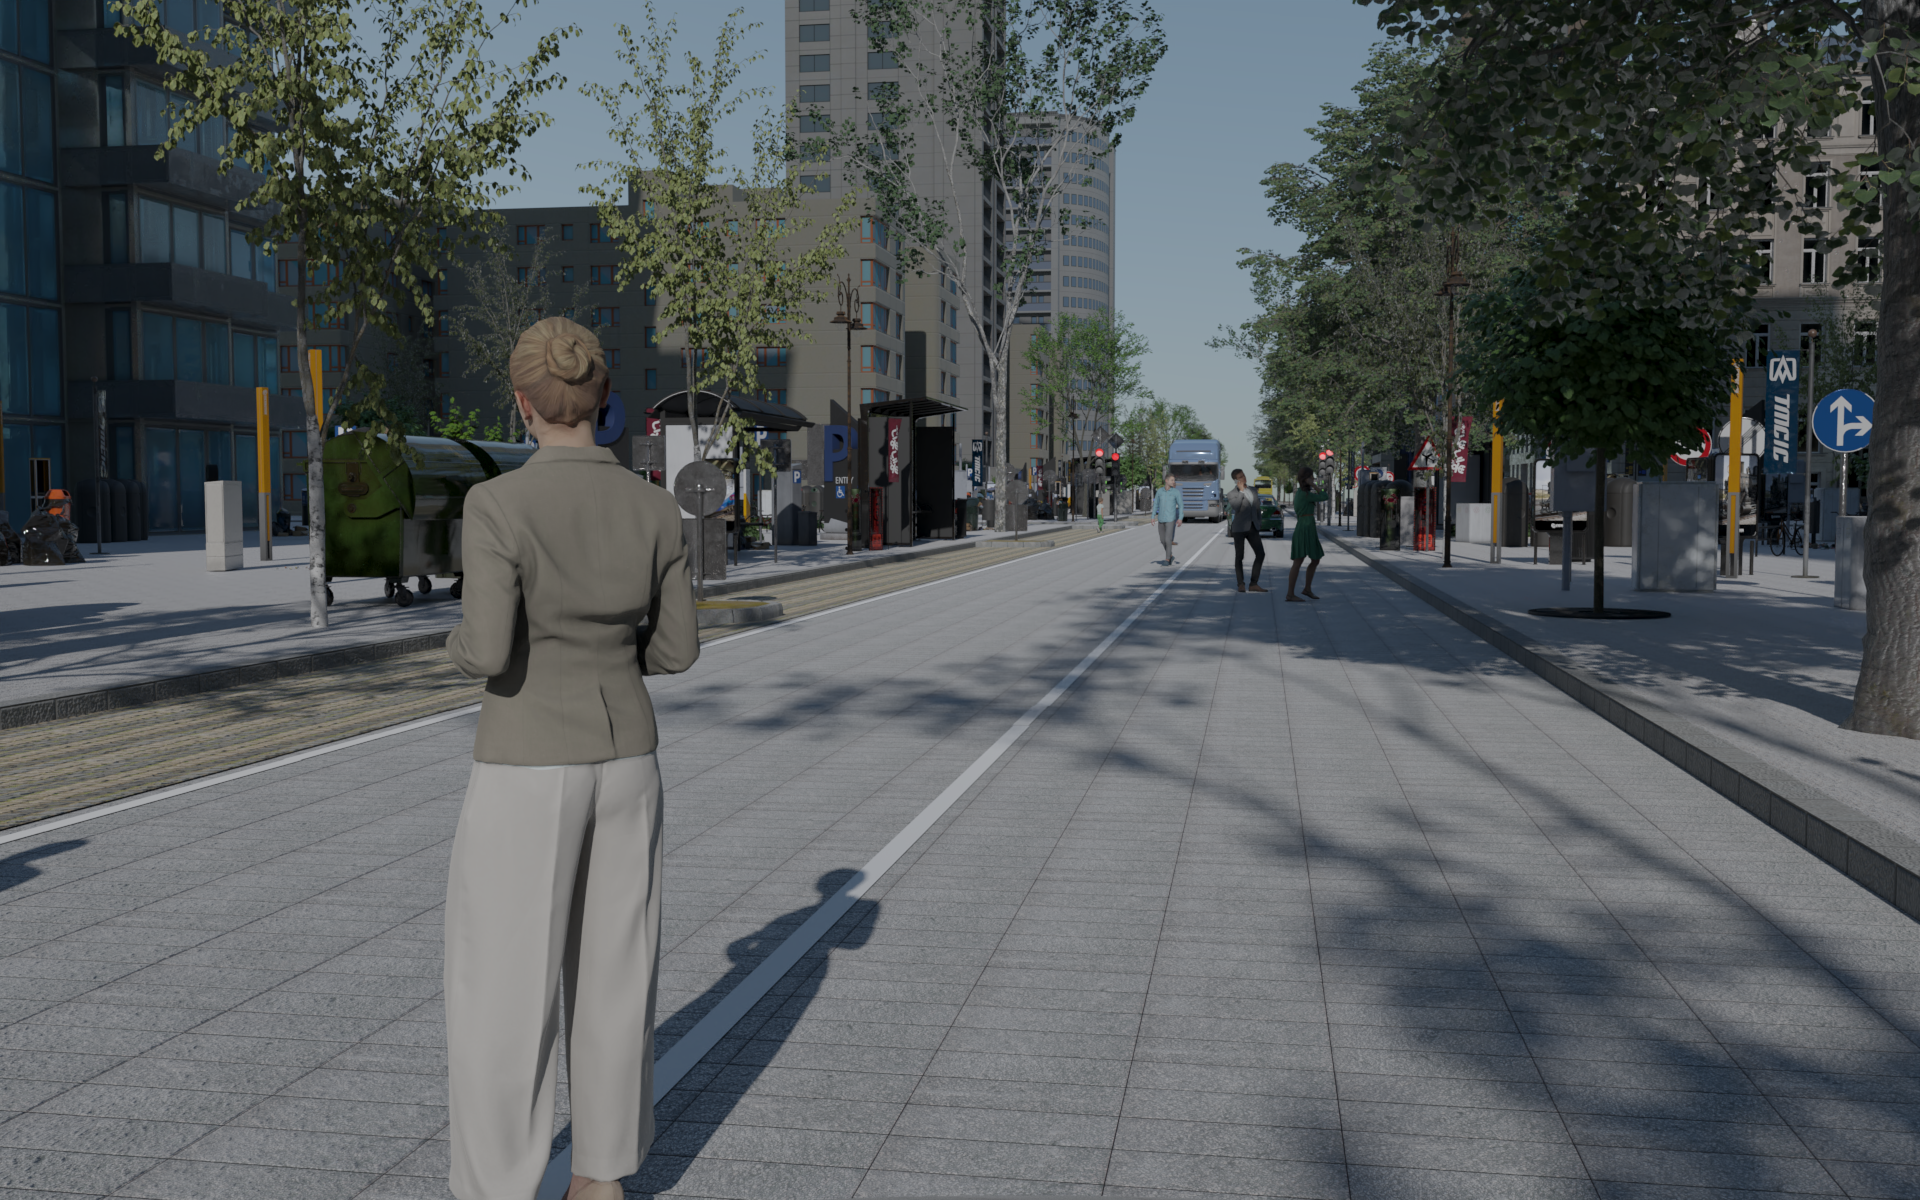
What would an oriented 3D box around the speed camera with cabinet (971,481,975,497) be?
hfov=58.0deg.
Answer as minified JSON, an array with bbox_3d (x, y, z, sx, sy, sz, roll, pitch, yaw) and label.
[{"bbox_3d":[0.453,-7.327,114.129,0.660,3.252,2.038,1,4,14],"label":"speed camera with cabinet"}]

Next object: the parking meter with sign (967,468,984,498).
[{"bbox_3d":[1.280,-7.428,117.708,0.543,3.016,1.738,3,5,44],"label":"parking meter with sign"}]

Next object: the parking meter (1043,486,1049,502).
[{"bbox_3d":[5.485,-6.409,110.490,0.255,1.863,0.399,-1,4,-14],"label":"parking meter"}]

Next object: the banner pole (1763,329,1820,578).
[{"bbox_3d":[12.727,-2.231,26.488,0.863,3.779,0.401,1,4,18],"label":"banner pole"}]

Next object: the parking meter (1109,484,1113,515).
[{"bbox_3d":[9.087,-6.022,104.173,0.255,1.863,0.399,1,4,9],"label":"parking meter"}]

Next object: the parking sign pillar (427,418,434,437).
[{"bbox_3d":[-18.819,-4.497,61.994,1.447,3.967,1.447,-1,4,-23],"label":"parking sign pillar"}]

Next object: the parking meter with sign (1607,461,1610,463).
[{"bbox_3d":[23.904,-4.244,65.654,1.738,3.016,0.543,-3,5,-39],"label":"parking meter with sign"}]

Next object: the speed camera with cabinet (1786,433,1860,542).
[{"bbox_3d":[23.143,-3.206,46.762,2.038,3.252,0.660,0,4,1],"label":"speed camera with cabinet"}]

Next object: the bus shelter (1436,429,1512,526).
[{"bbox_3d":[16.708,-3.846,56.800,2.014,3.302,5.546,1,4,10],"label":"bus shelter"}]

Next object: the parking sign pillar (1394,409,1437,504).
[{"bbox_3d":[14.149,-4.071,55.040,1.447,3.967,1.447,2,4,27],"label":"parking sign pillar"}]

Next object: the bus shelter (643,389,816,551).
[{"bbox_3d":[-4.683,-2.584,36.173,2.014,3.302,5.546,1,4,10],"label":"bus shelter"}]

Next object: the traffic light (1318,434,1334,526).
[{"bbox_3d":[14.860,-4.943,69.739,0.839,4.253,0.868,1,4,10],"label":"traffic light"}]

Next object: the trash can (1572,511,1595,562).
[{"bbox_3d":[11.684,-1.286,32.686,0.748,1.137,0.748,0,3,0],"label":"trash can"}]

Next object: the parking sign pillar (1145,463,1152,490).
[{"bbox_3d":[15.898,-9.783,148.426,1.447,3.967,1.447,-3,5,-44],"label":"parking sign pillar"}]

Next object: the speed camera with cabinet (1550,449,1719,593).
[{"bbox_3d":[8.915,-1.749,22.931,2.038,3.252,0.660,1,4,14],"label":"speed camera with cabinet"}]

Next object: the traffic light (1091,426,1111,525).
[{"bbox_3d":[5.780,-5.037,71.283,0.839,4.253,0.868,1,4,10],"label":"traffic light"}]

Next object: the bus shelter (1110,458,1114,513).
[{"bbox_3d":[9.627,-7.670,116.694,1.731,3.624,6.357,1,4,10],"label":"bus shelter"}]

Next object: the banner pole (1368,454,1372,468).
[{"bbox_3d":[25.794,-7.303,109.416,0.863,3.779,0.401,-2,4,-33],"label":"banner pole"}]

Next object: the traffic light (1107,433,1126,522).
[{"bbox_3d":[7.137,-5.519,79.153,0.839,4.253,0.868,1,4,10],"label":"traffic light"}]

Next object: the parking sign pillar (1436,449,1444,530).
[{"bbox_3d":[17.761,-4.522,62.404,1.447,3.967,1.447,1,4,12],"label":"parking sign pillar"}]

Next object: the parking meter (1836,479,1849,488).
[{"bbox_3d":[33.095,-3.626,64.988,0.255,1.863,0.399,-1,4,-15],"label":"parking meter"}]

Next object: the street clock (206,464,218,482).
[{"bbox_3d":[-18.205,-2.302,42.201,0.358,2.002,0.471,-2,4,-31],"label":"street clock"}]

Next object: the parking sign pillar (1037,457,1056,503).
[{"bbox_3d":[6.200,-8.316,124.445,1.447,3.967,1.447,-1,4,-11],"label":"parking sign pillar"}]

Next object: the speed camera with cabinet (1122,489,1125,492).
[{"bbox_3d":[11.341,-8.178,128.041,2.038,3.252,0.660,-2,4,-33],"label":"speed camera with cabinet"}]

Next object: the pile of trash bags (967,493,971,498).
[{"bbox_3d":[1.527,-5.929,106.697,3.447,1.369,1.912,-3,4,-36],"label":"pile of trash bags"}]

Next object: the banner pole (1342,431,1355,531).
[{"bbox_3d":[13.629,-4.302,60.356,0.401,3.779,0.863,2,4,31],"label":"banner pole"}]

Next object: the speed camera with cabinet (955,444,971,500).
[{"bbox_3d":[-0.502,-4.525,68.326,0.660,3.252,2.038,-2,4,-32],"label":"speed camera with cabinet"}]

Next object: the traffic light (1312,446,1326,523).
[{"bbox_3d":[16.218,-5.424,77.608,0.839,4.253,0.868,1,4,10],"label":"traffic light"}]

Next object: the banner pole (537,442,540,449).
[{"bbox_3d":[-17.682,-4.988,71.568,0.863,3.779,0.401,1,4,13],"label":"banner pole"}]

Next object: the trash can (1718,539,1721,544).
[{"bbox_3d":[19.564,-1.985,44.110,0.748,1.137,0.748,0,3,0],"label":"trash can"}]

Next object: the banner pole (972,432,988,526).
[{"bbox_3d":[0.852,-4.869,69.630,0.863,3.779,0.401,-1,4,-19],"label":"banner pole"}]

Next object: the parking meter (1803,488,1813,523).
[{"bbox_3d":[37.236,-4.137,76.056,0.372,1.533,0.369,0,3,0],"label":"parking meter"}]

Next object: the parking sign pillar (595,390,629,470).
[{"bbox_3d":[-6.734,-2.674,32.188,1.447,3.967,1.447,2,4,30],"label":"parking sign pillar"}]

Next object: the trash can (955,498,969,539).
[{"bbox_3d":[-0.113,-2.327,49.692,0.748,1.137,0.748,0,3,0],"label":"trash can"}]

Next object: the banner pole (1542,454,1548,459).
[{"bbox_3d":[13.175,-2.959,38.404,0.863,3.779,0.401,-2,4,-29],"label":"banner pole"}]

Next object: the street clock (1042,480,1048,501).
[{"bbox_3d":[4.431,-5.244,90.307,0.358,2.002,0.471,1,4,14],"label":"street clock"}]

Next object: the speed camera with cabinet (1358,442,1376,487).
[{"bbox_3d":[15.366,-4.307,64.749,0.660,3.252,2.038,0,4,2],"label":"speed camera with cabinet"}]

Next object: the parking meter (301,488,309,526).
[{"bbox_3d":[-26.522,-3.784,70.282,0.372,1.533,0.369,0,3,0],"label":"parking meter"}]

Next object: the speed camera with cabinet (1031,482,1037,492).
[{"bbox_3d":[5.584,-9.103,143.161,0.660,3.252,2.038,-3,4,-38],"label":"speed camera with cabinet"}]

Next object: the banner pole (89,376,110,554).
[{"bbox_3d":[-18.192,-2.854,36.674,0.863,3.779,0.401,3,5,45],"label":"banner pole"}]

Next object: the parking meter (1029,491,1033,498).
[{"bbox_3d":[5.154,-7.244,126.856,0.372,1.533,0.369,0,3,0],"label":"parking meter"}]

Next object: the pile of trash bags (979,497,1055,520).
[{"bbox_3d":[2.972,-4.632,85.478,3.447,1.369,1.912,-3,5,-42],"label":"pile of trash bags"}]

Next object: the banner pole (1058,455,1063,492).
[{"bbox_3d":[6.488,-7.438,111.632,0.401,3.779,0.863,2,4,28],"label":"banner pole"}]

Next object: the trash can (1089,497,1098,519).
[{"bbox_3d":[6.934,-4.791,89.994,0.748,1.137,0.748,0,3,0],"label":"trash can"}]

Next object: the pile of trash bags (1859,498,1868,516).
[{"bbox_3d":[40.822,-4.229,78.904,3.447,1.369,1.912,-2,4,-34],"label":"pile of trash bags"}]

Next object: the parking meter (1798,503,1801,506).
[{"bbox_3d":[41.347,-4.886,85.598,0.399,1.863,0.255,1,4,15],"label":"parking meter"}]

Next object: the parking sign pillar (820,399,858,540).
[{"bbox_3d":[-3.238,-3.691,48.812,1.447,3.967,1.447,3,5,40],"label":"parking sign pillar"}]

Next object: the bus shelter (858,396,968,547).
[{"bbox_3d":[-1.142,-3.274,44.805,1.731,3.624,6.357,1,4,10],"label":"bus shelter"}]

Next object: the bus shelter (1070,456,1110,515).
[{"bbox_3d":[8.072,-7.166,108.453,1.731,3.624,6.357,1,4,10],"label":"bus shelter"}]

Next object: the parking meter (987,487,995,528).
[{"bbox_3d":[1.210,-3.528,66.100,0.372,1.533,0.369,0,3,0],"label":"parking meter"}]

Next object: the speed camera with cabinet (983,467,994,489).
[{"bbox_3d":[2.658,-8.066,126.221,2.038,3.252,0.660,-2,4,-26],"label":"speed camera with cabinet"}]

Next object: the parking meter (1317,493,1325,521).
[{"bbox_3d":[17.202,-4.533,82.524,0.372,1.533,0.369,0,3,0],"label":"parking meter"}]

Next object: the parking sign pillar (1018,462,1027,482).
[{"bbox_3d":[5.298,-9.692,146.934,1.447,3.967,1.447,1,4,16],"label":"parking sign pillar"}]

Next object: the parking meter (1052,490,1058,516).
[{"bbox_3d":[5.490,-5.604,100.037,0.372,1.533,0.369,0,3,0],"label":"parking meter"}]

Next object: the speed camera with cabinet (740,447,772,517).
[{"bbox_3d":[-8.539,-4.813,73.023,2.038,3.252,0.660,-1,4,-13],"label":"speed camera with cabinet"}]

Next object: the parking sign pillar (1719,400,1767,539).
[{"bbox_3d":[22.673,-3.771,50.130,1.447,3.967,1.447,-2,4,-34],"label":"parking sign pillar"}]

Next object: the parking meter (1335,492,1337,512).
[{"bbox_3d":[26.095,-6.876,120.840,0.372,1.533,0.369,0,3,0],"label":"parking meter"}]

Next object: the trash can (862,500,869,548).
[{"bbox_3d":[-2.197,-1.802,41.116,0.748,1.137,0.748,0,3,0],"label":"trash can"}]
